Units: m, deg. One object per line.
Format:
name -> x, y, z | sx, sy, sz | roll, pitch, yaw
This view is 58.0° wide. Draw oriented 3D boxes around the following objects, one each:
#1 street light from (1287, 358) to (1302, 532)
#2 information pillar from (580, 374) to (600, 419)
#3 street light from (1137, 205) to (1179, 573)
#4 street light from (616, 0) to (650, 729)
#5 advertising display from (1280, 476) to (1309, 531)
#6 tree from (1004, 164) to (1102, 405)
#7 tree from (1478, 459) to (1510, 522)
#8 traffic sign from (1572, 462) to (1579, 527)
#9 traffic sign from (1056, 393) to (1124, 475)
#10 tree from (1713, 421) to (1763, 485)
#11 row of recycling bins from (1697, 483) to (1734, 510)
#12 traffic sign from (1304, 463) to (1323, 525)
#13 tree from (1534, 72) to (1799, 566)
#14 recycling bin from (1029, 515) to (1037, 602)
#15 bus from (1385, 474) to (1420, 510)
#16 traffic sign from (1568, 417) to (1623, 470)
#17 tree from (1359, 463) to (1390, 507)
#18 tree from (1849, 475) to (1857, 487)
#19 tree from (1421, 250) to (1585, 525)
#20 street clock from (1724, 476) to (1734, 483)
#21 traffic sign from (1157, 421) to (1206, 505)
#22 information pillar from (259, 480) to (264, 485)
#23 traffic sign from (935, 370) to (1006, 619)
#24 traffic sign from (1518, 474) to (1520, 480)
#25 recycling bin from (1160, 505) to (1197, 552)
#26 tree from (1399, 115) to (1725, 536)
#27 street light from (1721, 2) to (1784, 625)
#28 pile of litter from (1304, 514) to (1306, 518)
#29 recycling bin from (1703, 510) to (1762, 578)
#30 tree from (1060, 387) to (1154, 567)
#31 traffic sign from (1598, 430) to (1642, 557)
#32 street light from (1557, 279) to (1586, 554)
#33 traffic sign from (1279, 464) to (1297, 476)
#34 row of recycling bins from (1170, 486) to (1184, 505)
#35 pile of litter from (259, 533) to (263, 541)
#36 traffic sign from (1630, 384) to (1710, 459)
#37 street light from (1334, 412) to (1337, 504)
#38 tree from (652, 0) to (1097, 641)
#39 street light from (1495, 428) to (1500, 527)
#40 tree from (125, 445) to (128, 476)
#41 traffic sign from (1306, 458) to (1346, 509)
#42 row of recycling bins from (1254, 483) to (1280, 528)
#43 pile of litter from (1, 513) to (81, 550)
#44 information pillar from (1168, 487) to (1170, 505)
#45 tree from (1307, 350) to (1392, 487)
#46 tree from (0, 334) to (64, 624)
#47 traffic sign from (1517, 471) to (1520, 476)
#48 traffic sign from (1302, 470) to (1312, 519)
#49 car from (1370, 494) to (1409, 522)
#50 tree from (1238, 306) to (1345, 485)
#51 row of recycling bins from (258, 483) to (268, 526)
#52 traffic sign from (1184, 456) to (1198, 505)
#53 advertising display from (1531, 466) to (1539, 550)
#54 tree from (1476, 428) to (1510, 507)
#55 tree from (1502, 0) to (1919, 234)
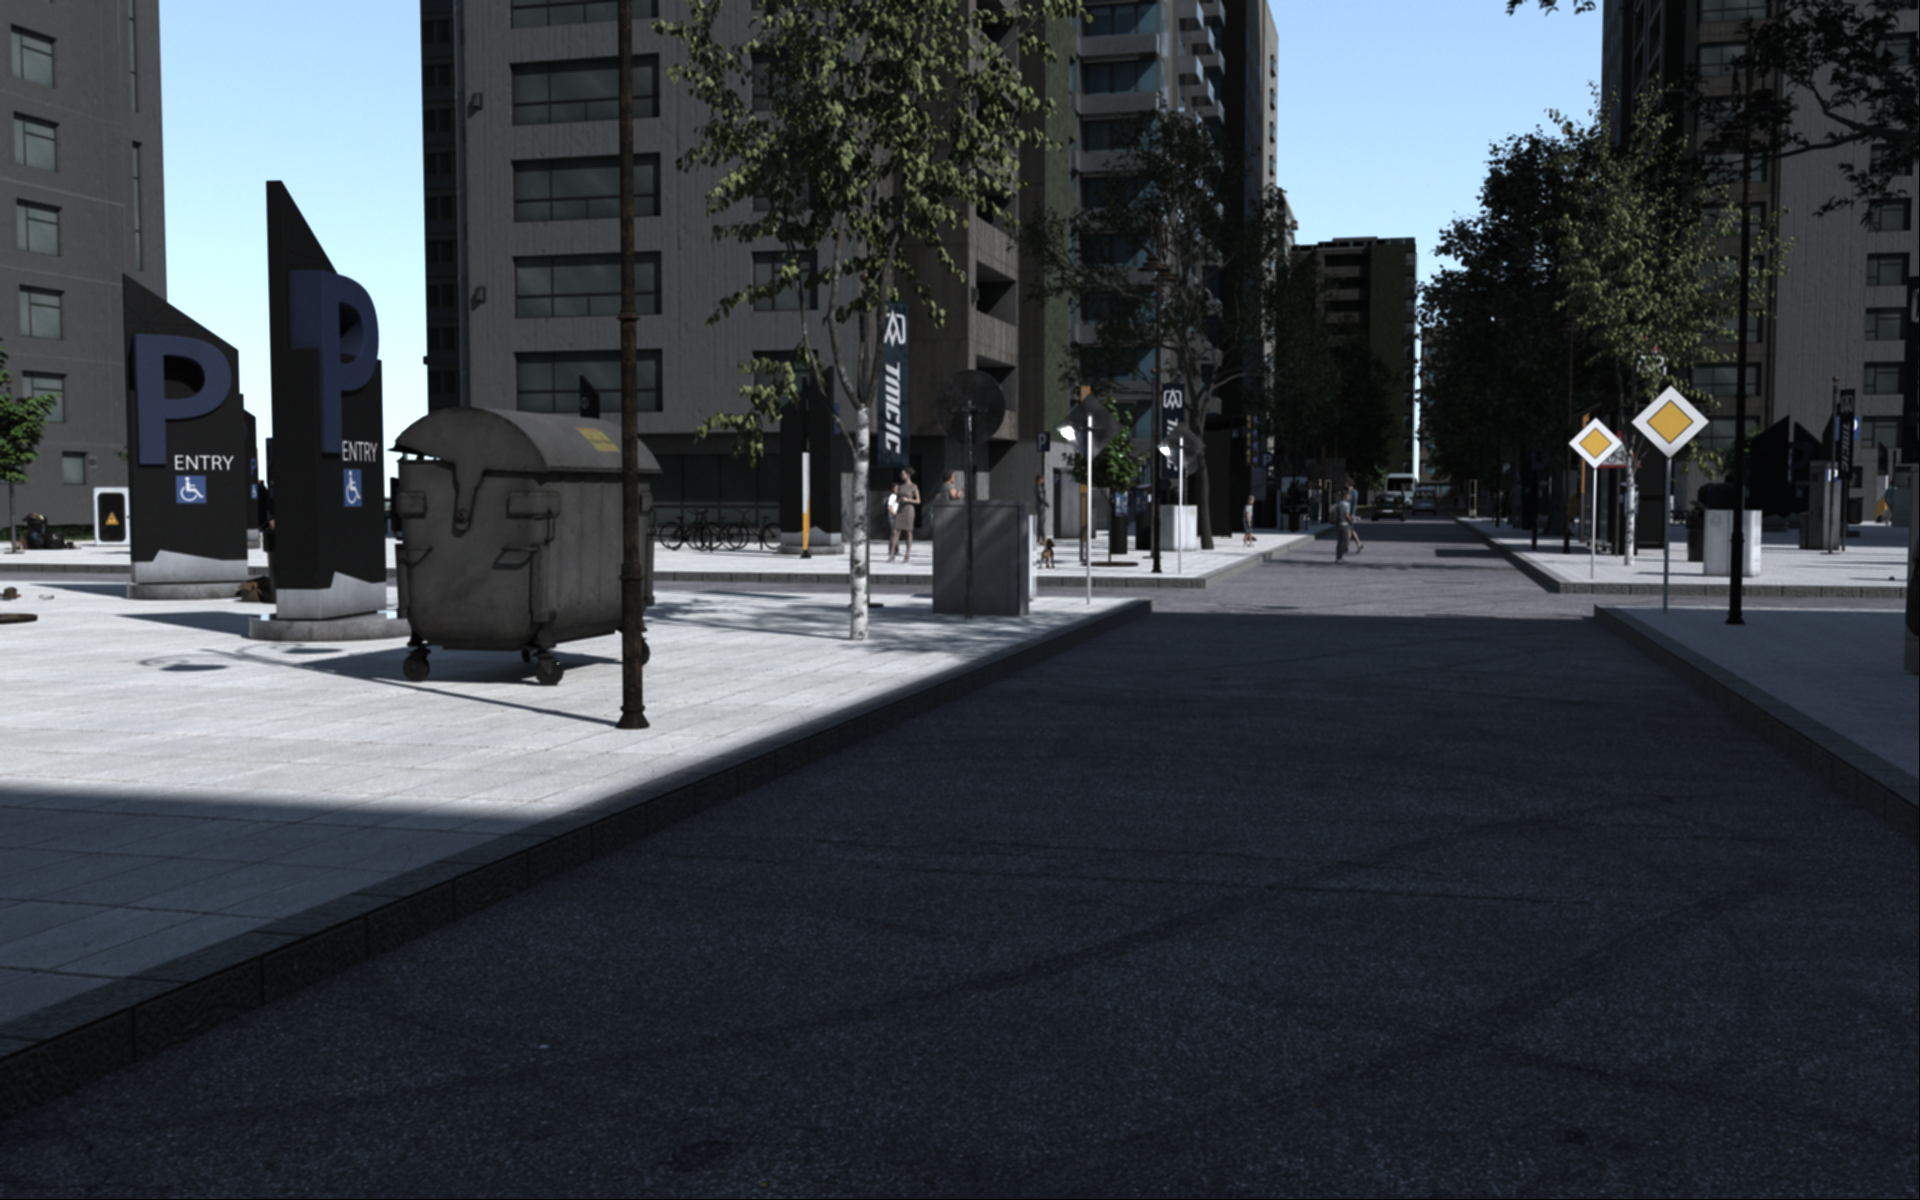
street light -> 11.281, -5.238, 58.422 | 0.468, 5.910, 1.993 | 1, 4, 15
information pillar -> -7.220, -2.596, 33.797 | 0.504, 3.616, 0.183 | 3, 4, 36
street light -> 3.209, -3.381, 28.068 | 0.468, 5.910, 1.993 | 1, 4, 15
street light -> -1.799, -2.236, 9.351 | 0.468, 5.910, 1.993 | 1, 4, 15
advertising display -> 11.696, -3.389, 60.617 | 0.974, 1.923, 0.123 | 1, 4, 8
tree -> 5.506, -6.462, 40.069 | 7.601, 10.594, 8.767 | 3, 5, 45
tree -> 25.174, -5.302, 81.291 | 1.663, 3.219, 1.824 | 0, 3, 0
traffic sign -> 23.833, -4.105, 67.230 | 0.768, 2.556, 0.104 | 1, 4, 21
traffic sign -> 1.484, -1.094, 20.078 | 0.795, 2.593, 0.064 | 1, 4, 15
tree -> 35.715, -5.745, 77.642 | 4.285, 4.588, 4.351 | 0, 3, 0
row of recycling bins -> 27.970, -3.463, 63.733 | 1.069, 1.692, 3.534 | 1, 4, 11
traffic sign -> 14.518, -4.348, 71.196 | 0.768, 2.556, 0.104 | 1, 4, 17
tree -> 12.101, -4.910, 30.649 | 4.737, 8.622, 4.395 | 0, 3, 0
recycling bin -> 0.546, -0.517, 21.001 | 0.722, 1.027, 0.722 | 0, 4, 7
bus -> 41.539, -10.268, 162.733 | 2.948, 3.499, 13.247 | 1, 4, 16
traffic sign -> 9.606, -1.467, 26.176 | 0.795, 2.593, 0.064 | 1, 4, 15
tree -> 42.041, -11.713, 175.216 | 4.285, 4.588, 4.351 | 0, 3, 0
tree -> 35.720, -4.691, 71.294 | 1.663, 3.219, 1.824 | 0, 3, 0
tree -> 23.231, -9.476, 73.067 | 7.486, 12.596, 7.792 | 0, 3, 0
street clock -> 30.488, -3.921, 68.685 | 0.358, 2.002, 0.471 | 3, 5, 41
traffic sign -> 3.525, -1.566, 27.799 | 0.795, 2.593, 0.064 | 1, 4, 15
information pillar -> -35.910, -5.164, 88.923 | 0.304, 2.012, 0.304 | 3, 4, 36
traffic sign -> 0.089, -1.079, 17.751 | 0.768, 2.556, 0.104 | 1, 4, 21
traffic sign -> 30.798, -5.807, 94.940 | 0.884, 2.594, 0.081 | 1, 4, 20
recycling bin -> 4.853, -1.620, 39.043 | 0.722, 1.027, 0.722 | -3, 4, -36
tree -> 18.274, -8.316, 52.970 | 9.611, 12.733, 9.660 | 0, 3, 0
street light -> 7.648, -2.699, 16.913 | 0.468, 5.910, 1.993 | 1, 4, 15
pile of litter -> 17.828, -4.755, 91.714 | 1.719, 0.858, 1.176 | 1, 4, 19
recycling bin -> 12.069, -0.887, 27.063 | 0.722, 1.027, 0.722 | 2, 4, 34
tree -> 2.801, -2.234, 31.130 | 1.663, 3.219, 1.824 | 0, 3, 0
traffic sign -> 13.480, -2.170, 35.482 | 0.884, 2.594, 0.081 | 1, 4, 20
street light -> 13.020, -3.928, 37.008 | 0.468, 5.910, 1.993 | 1, 4, 15
traffic sign -> 13.782, -4.455, 72.940 | 0.768, 2.556, 0.104 | 1, 4, 22
row of recycling bins -> 10.018, -5.124, 90.885 | 3.534, 1.692, 1.069 | 1, 4, 15
pile of litter -> -19.522, -2.021, 47.004 | 1.719, 0.858, 1.176 | 0, 4, -5
traffic sign -> 7.565, -0.995, 18.455 | 0.795, 2.593, 0.064 | 1, 4, 15
street light -> 19.292, -7.104, 88.935 | 0.468, 5.910, 1.993 | 1, 4, 15
tree -> -0.864, -3.966, 15.212 | 4.737, 8.622, 4.395 | 0, 3, 0
street light -> 21.011, -5.795, 67.542 | 0.468, 5.910, 1.993 | 1, 4, 15
tree -> -16.381, -2.536, 36.072 | 1.663, 3.219, 1.824 | 0, 3, 0
traffic sign -> 20.922, -6.445, 99.242 | 2.265, 3.308, 0.079 | 1, 4, 23
row of recycling bins -> 11.698, -3.590, 65.806 | 1.069, 1.692, 3.534 | -2, 4, -26
pile of litter -> -21.382, -1.603, 40.173 | 1.719, 0.858, 1.176 | 0, 4, -1
information pillar -> 9.852, -4.793, 82.851 | 0.304, 2.012, 0.304 | -1, 4, -15
tree -> 30.553, -13.351, 136.420 | 7.486, 12.596, 7.792 | 0, 3, 0
tree -> -9.710, -1.385, 17.241 | 1.663, 3.219, 1.824 | 0, 3, 0
traffic sign -> 30.992, -5.864, 95.974 | 0.768, 2.556, 0.104 | 1, 4, 22
traffic sign -> 17.541, -5.339, 87.400 | 0.768, 2.556, 0.104 | 1, 4, 22
car -> 22.700, -5.002, 91.562 | 2.009, 1.686, 4.222 | 1, 4, 16
tree -> 13.286, -7.211, 68.269 | 4.737, 8.622, 4.395 | 0, 3, 0
row of recycling bins -> -25.740, -3.292, 60.932 | 1.069, 1.692, 3.534 | 1, 4, 15
traffic sign -> 6.085, -2.848, 46.668 | 0.768, 2.556, 0.104 | 1, 4, 19
advertising display -> 13.287, -2.128, 40.012 | 0.123, 1.923, 0.974 | 1, 4, 20
tree -> 32.875, -9.583, 107.040 | 4.360, 8.622, 3.978 | 0, 3, 0
tree -> 6.526, -4.627, 10.062 | 8.767, 10.594, 7.601 | 2, 4, 33
